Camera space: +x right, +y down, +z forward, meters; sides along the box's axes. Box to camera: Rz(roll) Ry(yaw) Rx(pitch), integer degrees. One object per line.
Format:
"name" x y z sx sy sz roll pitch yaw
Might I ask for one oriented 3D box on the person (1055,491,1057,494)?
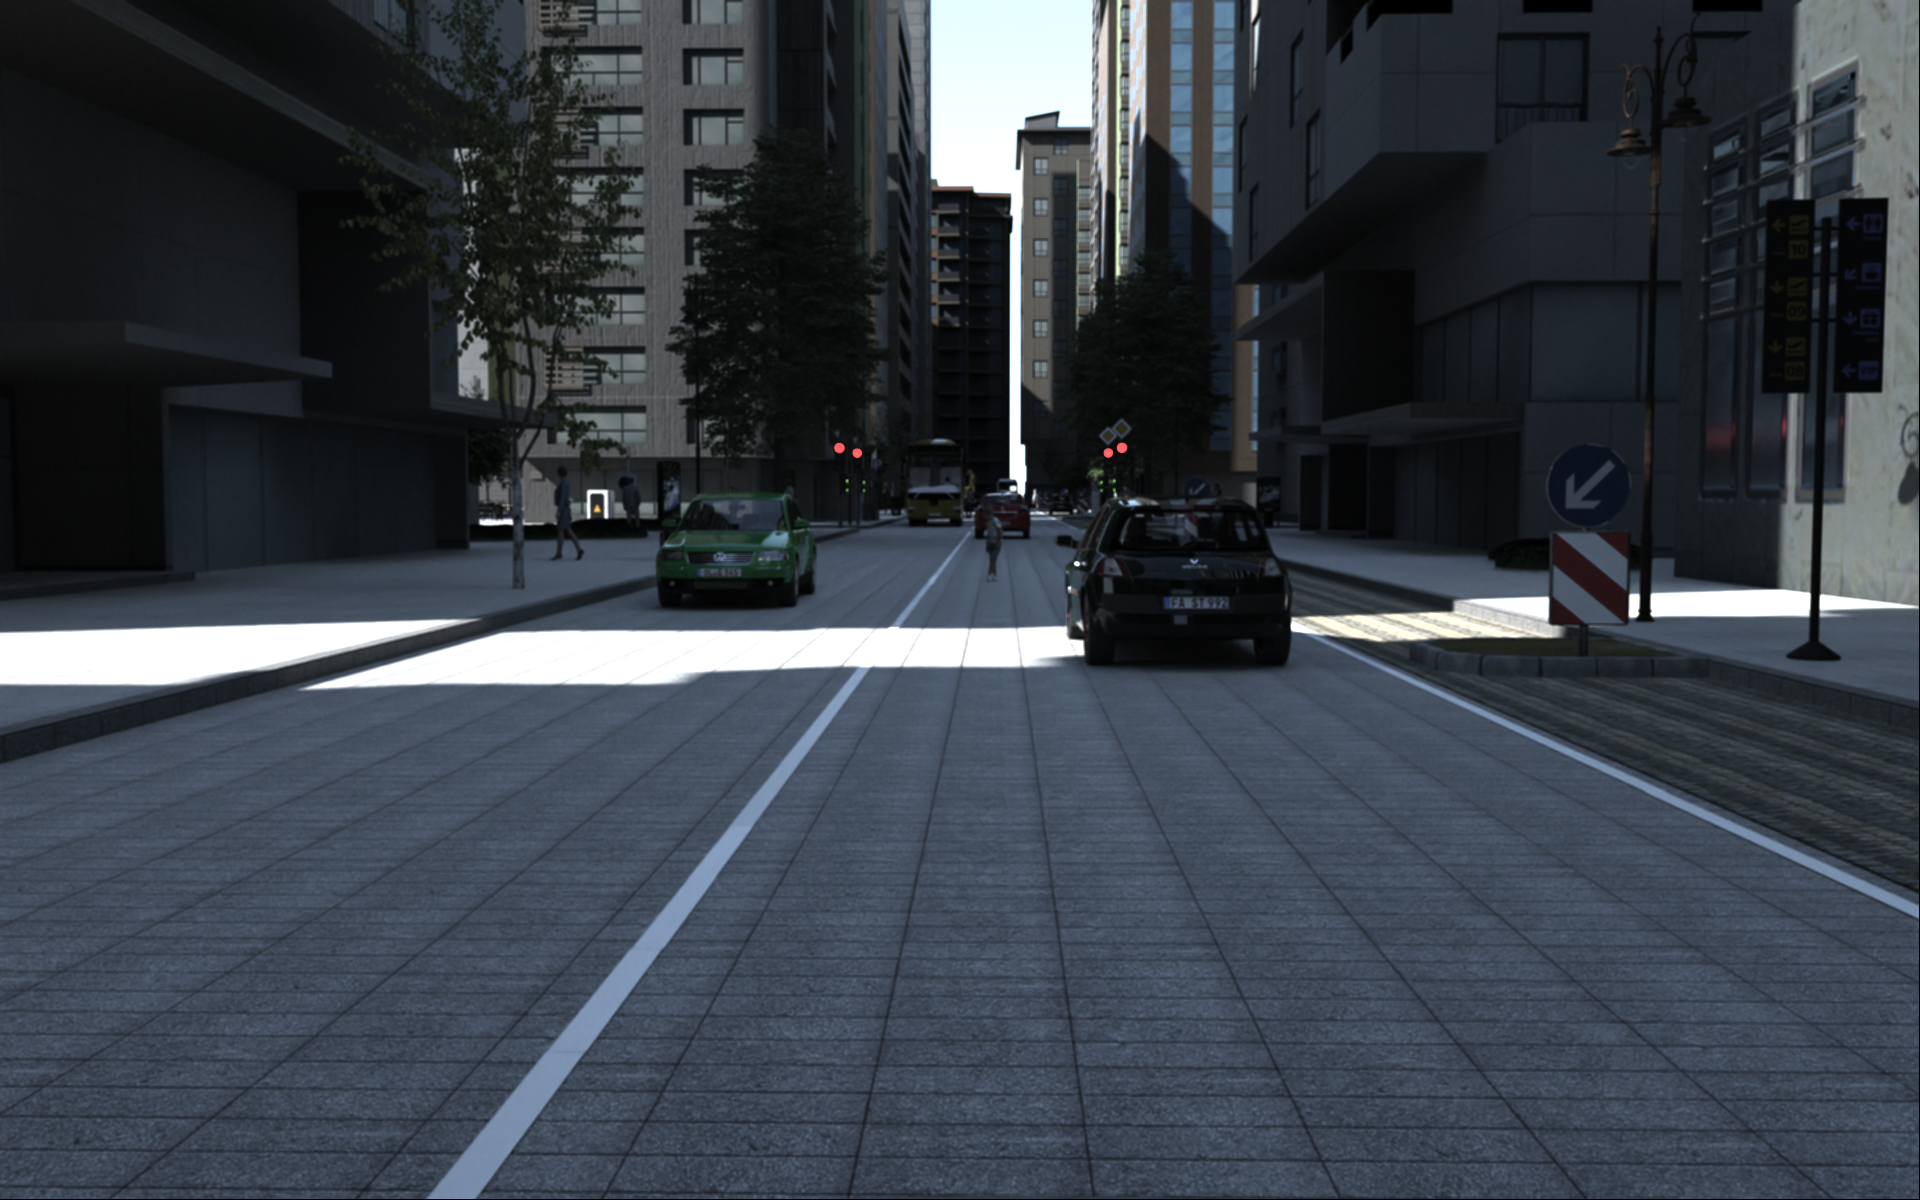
"person" 12.254 -13.167 222.259 0.436 1.711 0.756 0 4 6

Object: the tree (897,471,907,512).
"tree" -3.708 -7.977 125.022 1.663 3.219 1.824 0 3 0

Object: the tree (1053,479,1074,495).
"tree" 10.111 -10.267 162.462 1.663 3.219 1.824 0 3 0

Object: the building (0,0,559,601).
"building" -22.846 -26.678 25.421 28.713 52.752 27.495 0 4 1

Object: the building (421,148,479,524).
"building" -28.595 -37.597 52.971 20.611 71.187 20.563 0 4 1

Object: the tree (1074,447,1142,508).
"tree" 9.255 -7.357 104.002 4.285 4.588 4.351 0 3 0

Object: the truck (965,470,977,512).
"truck" -0.213 -8.863 140.827 3.469 3.379 9.791 0 4 2

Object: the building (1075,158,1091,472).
"building" 21.214 -32.410 213.504 14.154 41.232 14.086 0 4 1

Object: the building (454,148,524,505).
"building" -52.679 -40.928 211.179 28.212 58.520 21.231 0 4 1

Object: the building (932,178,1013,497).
"building" -7.030 -35.993 243.115 28.867 44.769 22.147 0 4 1

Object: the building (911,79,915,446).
"building" -11.835 -32.167 176.037 14.600 45.320 14.200 0 4 1

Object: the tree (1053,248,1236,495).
"tree" 8.973 -9.893 79.872 7.486 12.596 7.792 0 3 0

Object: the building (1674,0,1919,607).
"building" 21.871 -42.557 8.482 22.319 86.520 31.000 0 4 1

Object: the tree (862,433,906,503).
"tree" -5.160 -6.710 93.425 4.285 4.588 4.351 0 3 0

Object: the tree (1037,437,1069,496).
"tree" 11.641 -16.340 217.514 4.360 8.622 3.978 0 3 0

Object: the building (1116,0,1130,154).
"building" 19.258 -27.748 137.271 14.154 41.232 14.086 0 4 1

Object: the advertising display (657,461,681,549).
"advertising display" -5.670 -1.747 33.774 0.123 1.923 0.974 1 4 11

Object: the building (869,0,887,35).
"building" -12.989 -29.654 134.946 14.600 45.320 14.200 0 4 1

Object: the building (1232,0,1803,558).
"building" 22.678 -27.978 46.682 28.713 52.752 27.495 0 4 1

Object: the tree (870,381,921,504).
"tree" -4.461 -9.944 112.951 4.360 8.622 3.978 0 3 0

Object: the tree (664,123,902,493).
"tree" -5.311 -8.277 53.456 7.486 12.596 7.792 0 3 0

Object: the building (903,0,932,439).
"building" -14.066 -47.229 210.438 20.611 71.187 20.563 0 4 1

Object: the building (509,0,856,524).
"building" -12.044 -24.243 79.963 14.154 41.232 14.086 0 4 1

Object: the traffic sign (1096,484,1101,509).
"traffic sign" 8.746 -6.612 108.210 0.768 2.556 0.104 0 4 6

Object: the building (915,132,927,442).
"building" -10.887 -30.989 190.261 14.154 41.232 14.086 0 4 1

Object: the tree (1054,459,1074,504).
"tree" 10.268 -10.607 157.137 4.285 4.588 4.351 0 3 0

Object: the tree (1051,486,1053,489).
"tree" 12.138 -13.252 211.275 1.663 3.219 1.824 0 3 0

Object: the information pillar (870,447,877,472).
"information pillar" -4.287 -5.788 85.992 0.183 3.616 0.504 2 4 29

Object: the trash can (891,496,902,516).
"trash can" -3.813 -5.615 103.459 0.748 1.137 0.748 0 3 0

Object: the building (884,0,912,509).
"building" -15.619 -32.684 158.089 21.300 48.544 21.600 0 4 1

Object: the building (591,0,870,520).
"building" -12.786 -25.592 102.030 14.154 41.232 14.086 0 4 1

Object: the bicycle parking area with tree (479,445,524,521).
"bicycle parking area with tree" -24.022 -6.133 87.280 8.231 4.147 9.016 -3 4 -37

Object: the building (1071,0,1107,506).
"building" 23.302 -46.298 195.222 20.563 71.187 20.611 0 4 1

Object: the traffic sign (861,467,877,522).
"traffic sign" -4.217 -4.897 80.179 0.768 2.556 0.104 0 4 6

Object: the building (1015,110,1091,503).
"building" 21.654 -40.181 246.201 27.495 52.752 28.713 0 4 1

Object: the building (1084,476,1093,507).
"building" 28.883 -29.474 173.774 32.217 40.220 23.993 0 4 1

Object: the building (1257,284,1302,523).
"building" 25.440 -28.019 81.807 21.600 48.544 21.300 0 4 1

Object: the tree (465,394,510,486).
"tree" -16.328 -4.483 57.016 4.285 4.588 4.351 0 3 0

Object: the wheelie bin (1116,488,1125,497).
"wheelie bin" 8.615 -5.115 91.541 0.693 1.594 0.980 0 4 8

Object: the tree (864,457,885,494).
"tree" -4.609 -5.798 89.390 1.663 3.219 1.824 0 3 0

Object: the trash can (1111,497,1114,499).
"trash can" 8.648 -5.141 95.701 0.748 1.137 0.748 0 3 0

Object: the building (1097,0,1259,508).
"building" 19.613 -30.866 154.764 14.600 45.320 14.200 0 4 1

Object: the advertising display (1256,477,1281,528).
"advertising display" 11.538 -3.643 64.778 0.974 1.923 0.123 -1 4 -20

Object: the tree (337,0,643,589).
"tree" -5.993 -4.446 23.048 4.737 8.622 4.395 0 3 0
